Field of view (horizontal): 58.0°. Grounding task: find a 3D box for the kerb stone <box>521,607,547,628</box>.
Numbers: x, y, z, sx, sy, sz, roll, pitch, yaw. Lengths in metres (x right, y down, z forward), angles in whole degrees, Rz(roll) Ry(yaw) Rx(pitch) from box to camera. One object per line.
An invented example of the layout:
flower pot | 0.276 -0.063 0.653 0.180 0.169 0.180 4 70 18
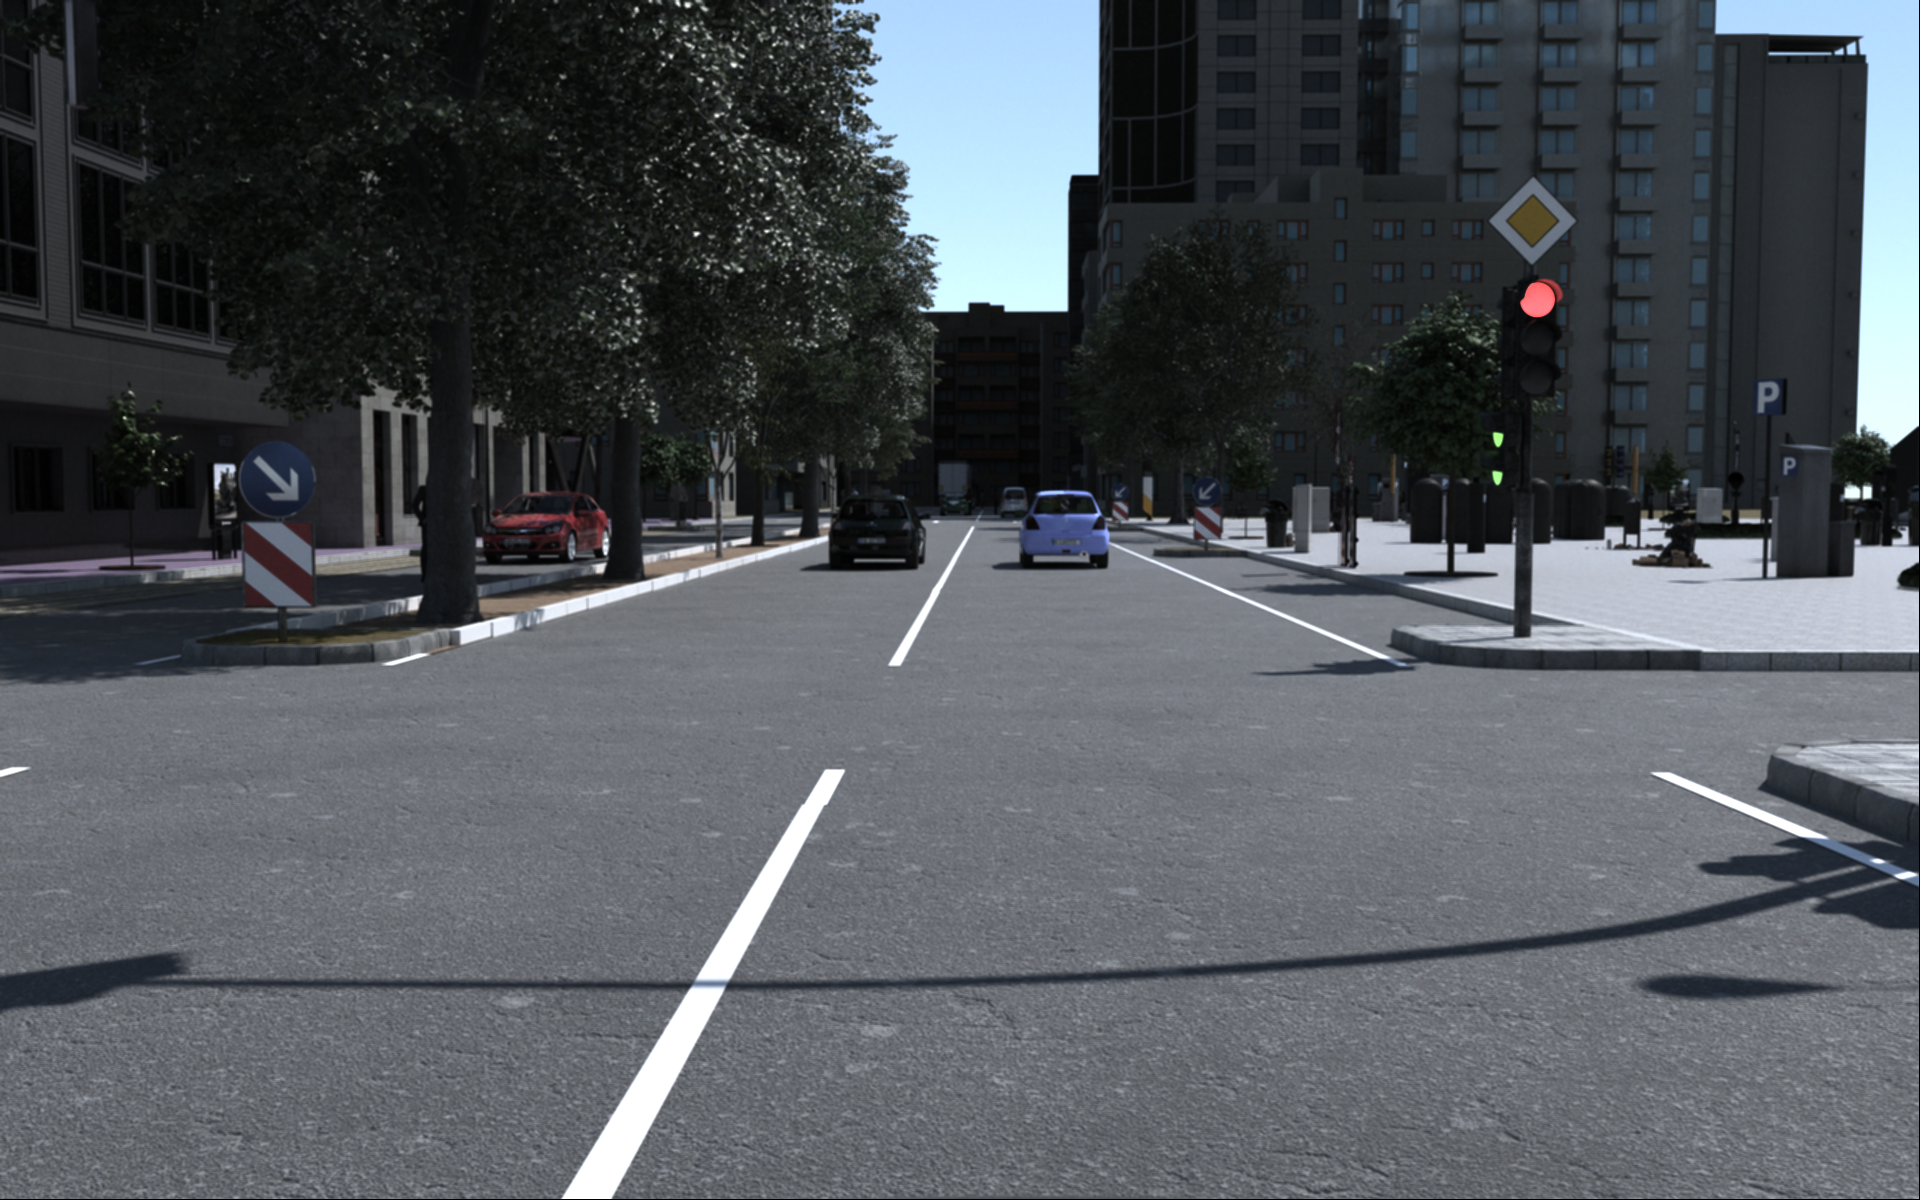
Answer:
kerb stone | -4.709 0.209 18.852 0.120 0.150 1.000 0 4 1

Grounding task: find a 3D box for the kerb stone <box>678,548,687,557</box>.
kerb stone | -6.429 -1.054 39.426 0.120 0.150 1.000 0 4 1

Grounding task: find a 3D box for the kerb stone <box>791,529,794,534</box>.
kerb stone | -6.034 -2.365 60.949 0.120 0.150 1.000 0 4 1

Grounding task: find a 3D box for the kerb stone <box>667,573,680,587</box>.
kerb stone | -4.557 -0.297 27.057 0.120 0.150 1.000 0 4 1

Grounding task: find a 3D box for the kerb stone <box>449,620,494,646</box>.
kerb stone | -4.756 0.330 16.808 0.120 0.150 1.000 0 4 1

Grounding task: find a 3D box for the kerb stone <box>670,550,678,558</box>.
kerb stone | -6.456 -0.990 38.388 0.120 0.150 1.000 0 4 1

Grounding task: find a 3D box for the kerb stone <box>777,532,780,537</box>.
kerb stone | -6.109 -2.119 56.850 0.120 0.150 1.000 0 4 1

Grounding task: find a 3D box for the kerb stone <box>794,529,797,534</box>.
kerb stone | -6.022 -2.433 61.971 0.120 0.150 1.000 0 4 1

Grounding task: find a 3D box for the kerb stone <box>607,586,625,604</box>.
kerb stone | -4.636 -0.046 22.953 0.120 0.150 1.000 0 4 1

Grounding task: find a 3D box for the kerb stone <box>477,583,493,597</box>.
kerb stone | -6.719 -0.111 24.030 0.120 0.150 1.000 0 4 1

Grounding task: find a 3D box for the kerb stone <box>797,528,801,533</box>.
kerb stone | -5.993 -2.495 62.992 0.120 0.150 1.000 0 4 1

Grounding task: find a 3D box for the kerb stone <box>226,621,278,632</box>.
kerb stone | -6.854 0.335 16.837 0.120 0.150 1.000 0 4 1

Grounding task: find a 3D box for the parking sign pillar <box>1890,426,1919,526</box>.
parking sign pillar | 37.848 -4.939 69.230 1.447 3.967 1.447 -1 4 -18

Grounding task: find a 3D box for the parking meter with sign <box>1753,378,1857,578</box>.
parking meter with sign | 13.043 -1.861 26.684 1.738 3.016 0.543 -2 4 -24

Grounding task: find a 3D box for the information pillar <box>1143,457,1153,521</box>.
information pillar | 9.023 -5.613 83.119 0.504 3.616 0.183 -1 4 -20

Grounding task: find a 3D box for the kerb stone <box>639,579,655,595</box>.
kerb stone | -4.602 -0.171 24.997 0.120 0.150 1.000 0 4 1

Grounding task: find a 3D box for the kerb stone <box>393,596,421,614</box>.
kerb stone | -6.772 0.077 20.943 0.120 0.150 1.000 0 4 1

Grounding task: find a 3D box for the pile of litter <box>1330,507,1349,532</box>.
pile of litter | 12.582 -2.721 58.449 1.719 0.858 1.176 -1 4 -15

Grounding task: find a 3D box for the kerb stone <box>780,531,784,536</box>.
kerb stone | -6.094 -2.183 57.882 0.120 0.150 1.000 0 4 1

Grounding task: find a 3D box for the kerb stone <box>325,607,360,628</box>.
kerb stone | -6.813 0.202 18.890 0.120 0.150 1.000 0 4 1

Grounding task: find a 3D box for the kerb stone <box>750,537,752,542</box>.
kerb stone | -6.224 -1.741 50.698 0.120 0.150 1.000 0 4 1

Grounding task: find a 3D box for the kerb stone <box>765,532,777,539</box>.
kerb stone | -6.117 -2.057 55.824 0.120 0.150 1.000 0 4 1

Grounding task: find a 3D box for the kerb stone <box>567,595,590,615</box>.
kerb stone | -4.679 0.079 20.905 0.120 0.150 1.000 0 4 1

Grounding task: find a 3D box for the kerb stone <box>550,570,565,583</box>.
kerb stone | -6.641 -0.362 28.118 0.120 0.150 1.000 0 4 1

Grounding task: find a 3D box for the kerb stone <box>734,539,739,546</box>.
kerb stone | -6.273 -1.555 47.618 0.120 0.150 1.000 0 4 1

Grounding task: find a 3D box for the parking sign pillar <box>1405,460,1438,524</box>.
parking sign pillar | 19.965 -5.269 74.613 1.447 3.967 1.447 3 4 38

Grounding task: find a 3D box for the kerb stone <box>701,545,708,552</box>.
kerb stone | -6.381 -1.242 42.497 0.120 0.150 1.000 0 4 1

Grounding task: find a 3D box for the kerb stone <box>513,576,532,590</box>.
kerb stone | -6.673 -0.235 26.074 0.120 0.150 1.000 0 4 1

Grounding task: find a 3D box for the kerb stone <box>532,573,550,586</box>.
kerb stone | -6.647 -0.295 27.096 0.120 0.150 1.000 0 4 1

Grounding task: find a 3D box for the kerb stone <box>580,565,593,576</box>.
kerb stone | -6.612 -0.488 30.179 0.120 0.150 1.000 0 4 1

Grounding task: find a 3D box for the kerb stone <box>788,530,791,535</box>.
kerb stone | -6.054 -2.308 59.926 0.120 0.150 1.000 0 4 1

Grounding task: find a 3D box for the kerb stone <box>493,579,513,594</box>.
kerb stone | -6.699 -0.175 25.052 0.120 0.150 1.000 0 4 1

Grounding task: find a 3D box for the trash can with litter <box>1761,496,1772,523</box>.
trash can with litter | 30.337 -3.337 65.621 1.678 1.210 2.233 -2 4 -26

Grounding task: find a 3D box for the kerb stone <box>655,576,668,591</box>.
kerb stone | -4.575 -0.235 26.030 0.120 0.150 1.000 0 4 1

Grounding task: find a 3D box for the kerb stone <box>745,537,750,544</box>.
kerb stone | -6.237 -1.678 49.676 0.120 0.150 1.000 0 4 1

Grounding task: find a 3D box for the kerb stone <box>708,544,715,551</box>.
kerb stone | -6.351 -1.303 43.523 0.120 0.150 1.000 0 4 1

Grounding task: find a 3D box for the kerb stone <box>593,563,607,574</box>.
kerb stone | -6.577 -0.551 31.204 0.120 0.150 1.000 0 4 1

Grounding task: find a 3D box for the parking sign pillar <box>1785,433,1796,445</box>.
parking sign pillar | 36.914 -5.386 76.526 1.447 3.967 1.447 -3 5 -41

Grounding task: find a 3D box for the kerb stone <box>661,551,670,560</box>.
kerb stone | -6.472 -0.922 37.362 0.120 0.150 1.000 0 4 1

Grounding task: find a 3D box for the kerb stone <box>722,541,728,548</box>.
kerb stone | -6.314 -1.430 45.569 0.120 0.150 1.000 0 4 1

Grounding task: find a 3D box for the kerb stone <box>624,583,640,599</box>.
kerb stone | -4.620 -0.109 23.975 0.120 0.150 1.000 0 4 1

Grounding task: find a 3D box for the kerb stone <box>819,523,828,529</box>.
kerb stone | -5.809 -3.123 73.257 0.120 0.150 1.000 0 4 1

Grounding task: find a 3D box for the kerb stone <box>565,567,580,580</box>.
kerb stone | -6.621 -0.425 29.145 0.120 0.150 1.000 0 4 1

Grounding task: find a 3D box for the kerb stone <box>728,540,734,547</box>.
kerb stone | -6.291 -1.492 46.595 0.120 0.150 1.000 0 4 1

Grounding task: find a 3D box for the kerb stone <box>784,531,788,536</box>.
kerb stone | -6.071 -2.243 58.904 0.120 0.150 1.000 0 4 1

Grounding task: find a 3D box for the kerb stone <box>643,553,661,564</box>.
kerb stone | -6.487 -0.865 36.338 0.120 0.150 1.000 0 4 1

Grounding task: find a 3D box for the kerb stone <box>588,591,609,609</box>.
kerb stone | -4.653 0.016 21.931 0.120 0.150 1.000 0 4 1

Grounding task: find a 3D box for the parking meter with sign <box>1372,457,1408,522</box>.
parking meter with sign | 20.025 -5.159 80.605 0.543 3.016 1.738 -3 5 -43

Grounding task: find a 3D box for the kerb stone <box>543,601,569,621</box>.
kerb stone | -4.695 0.142 19.874 0.120 0.150 1.000 0 4 1

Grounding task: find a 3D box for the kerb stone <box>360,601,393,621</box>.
kerb stone | -6.784 0.146 19.915 0.120 0.150 1.000 0 4 1

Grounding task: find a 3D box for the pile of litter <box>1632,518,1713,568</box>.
pile of litter | 12.662 -1.028 30.780 1.176 0.858 1.719 0 4 3

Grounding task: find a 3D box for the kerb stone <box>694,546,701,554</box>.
kerb stone | -6.395 -1.178 41.475 0.120 0.150 1.000 0 4 1

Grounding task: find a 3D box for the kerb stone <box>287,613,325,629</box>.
kerb stone | -6.824 0.265 17.858 0.120 0.150 1.000 0 4 1

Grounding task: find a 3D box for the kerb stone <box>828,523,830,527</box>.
kerb stone | -5.791 -3.186 74.281 0.120 0.150 1.000 0 4 1

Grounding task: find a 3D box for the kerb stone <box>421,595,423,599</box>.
kerb stone | -6.754 0.014 21.986 0.120 0.150 1.000 0 4 1

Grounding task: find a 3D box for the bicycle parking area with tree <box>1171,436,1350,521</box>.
bicycle parking area with tree | 15.137 -6.091 86.597 8.231 4.147 9.016 3 5 39

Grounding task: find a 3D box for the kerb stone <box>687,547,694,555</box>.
kerb stone | -6.414 -1.115 40.448 0.120 0.150 1.000 0 4 1

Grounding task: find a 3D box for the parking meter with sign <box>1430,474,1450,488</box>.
parking meter with sign | 18.048 -4.213 65.138 0.543 3.016 1.738 -1 4 -22

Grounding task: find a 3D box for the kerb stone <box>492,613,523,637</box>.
kerb stone | -4.723 0.267 17.829 0.120 0.150 1.000 0 4 1

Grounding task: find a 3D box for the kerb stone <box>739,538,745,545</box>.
kerb stone | -6.255 -1.613 48.649 0.120 0.150 1.000 0 4 1
